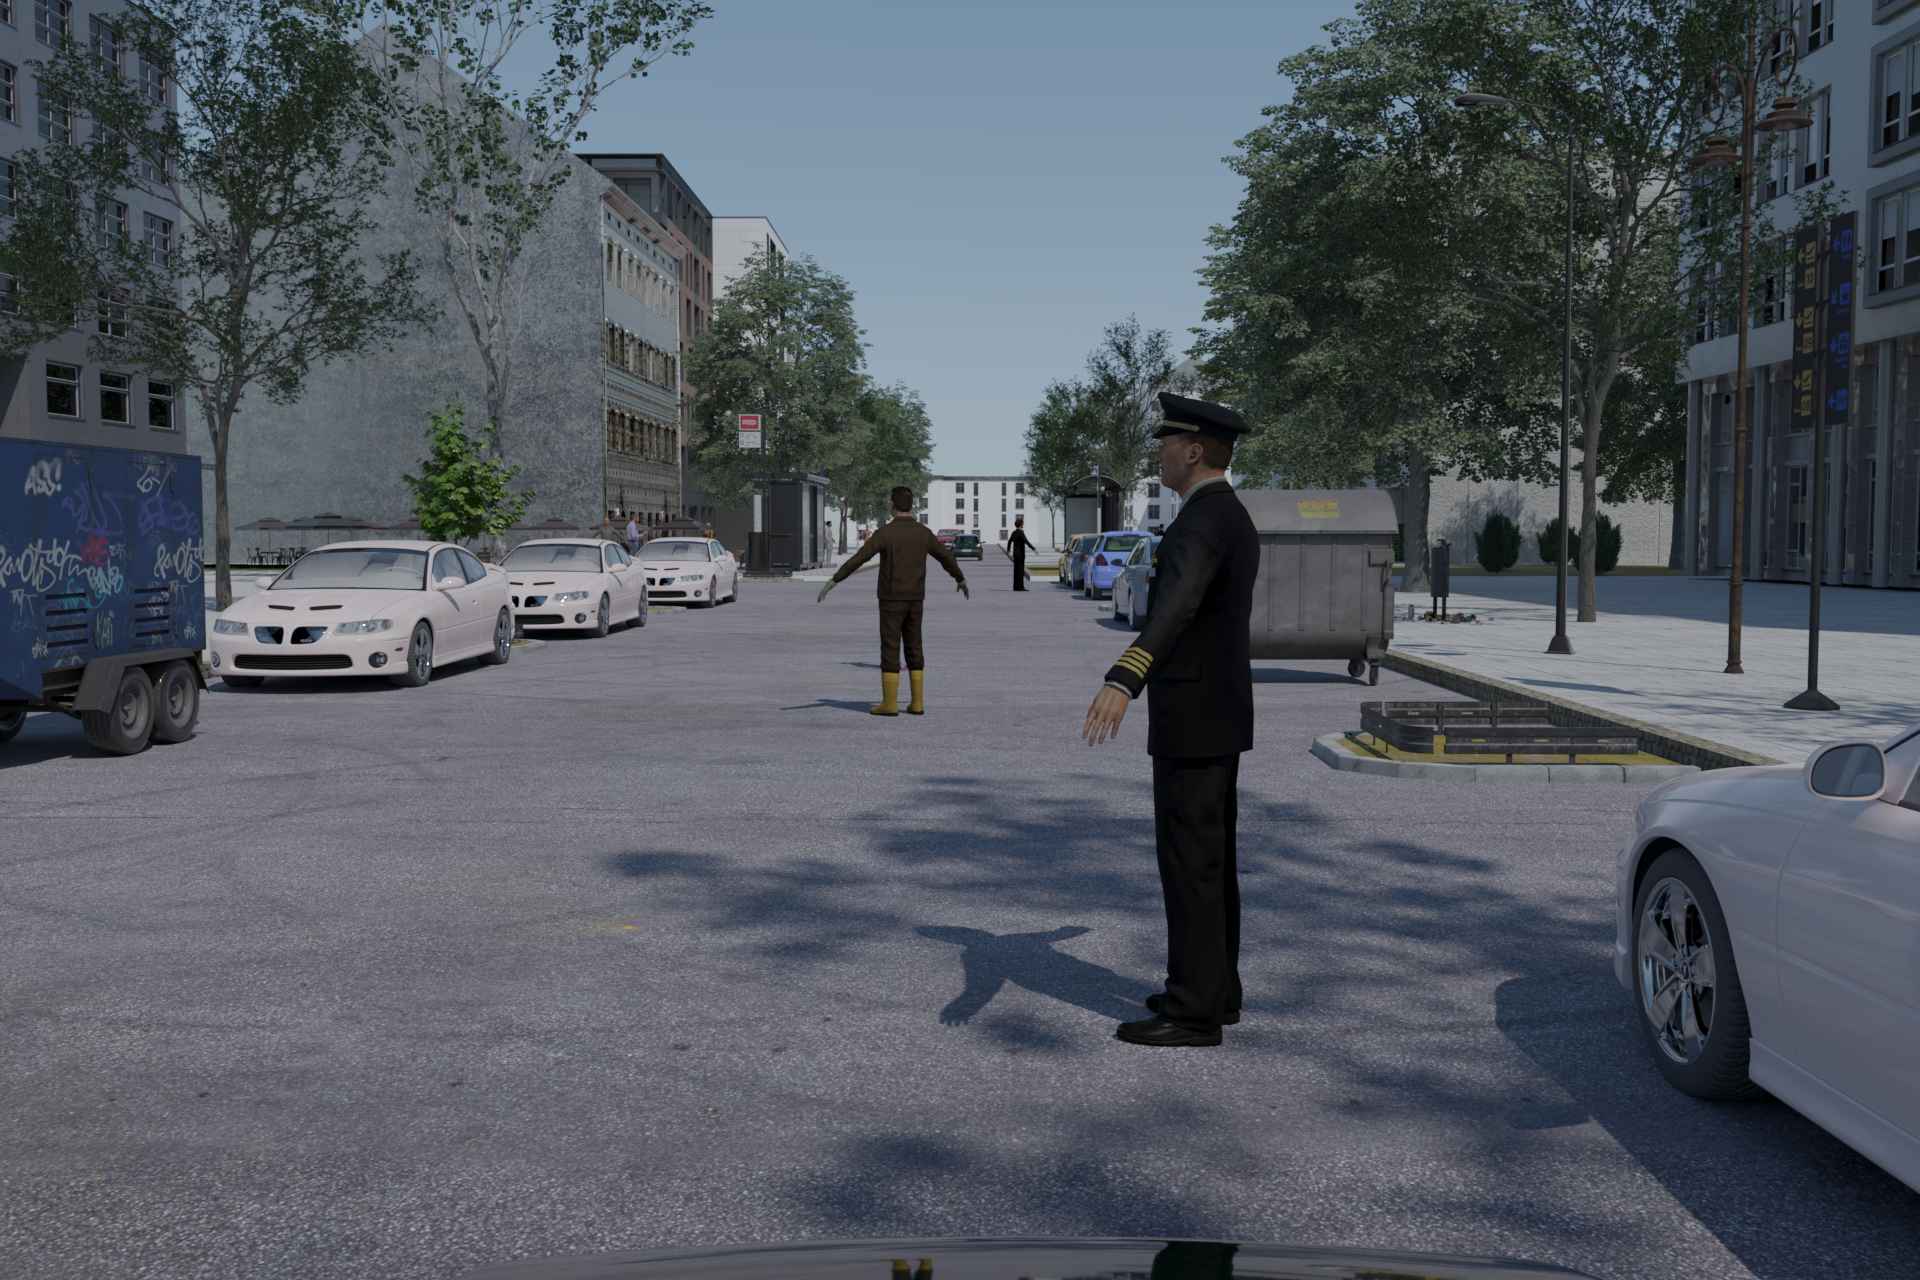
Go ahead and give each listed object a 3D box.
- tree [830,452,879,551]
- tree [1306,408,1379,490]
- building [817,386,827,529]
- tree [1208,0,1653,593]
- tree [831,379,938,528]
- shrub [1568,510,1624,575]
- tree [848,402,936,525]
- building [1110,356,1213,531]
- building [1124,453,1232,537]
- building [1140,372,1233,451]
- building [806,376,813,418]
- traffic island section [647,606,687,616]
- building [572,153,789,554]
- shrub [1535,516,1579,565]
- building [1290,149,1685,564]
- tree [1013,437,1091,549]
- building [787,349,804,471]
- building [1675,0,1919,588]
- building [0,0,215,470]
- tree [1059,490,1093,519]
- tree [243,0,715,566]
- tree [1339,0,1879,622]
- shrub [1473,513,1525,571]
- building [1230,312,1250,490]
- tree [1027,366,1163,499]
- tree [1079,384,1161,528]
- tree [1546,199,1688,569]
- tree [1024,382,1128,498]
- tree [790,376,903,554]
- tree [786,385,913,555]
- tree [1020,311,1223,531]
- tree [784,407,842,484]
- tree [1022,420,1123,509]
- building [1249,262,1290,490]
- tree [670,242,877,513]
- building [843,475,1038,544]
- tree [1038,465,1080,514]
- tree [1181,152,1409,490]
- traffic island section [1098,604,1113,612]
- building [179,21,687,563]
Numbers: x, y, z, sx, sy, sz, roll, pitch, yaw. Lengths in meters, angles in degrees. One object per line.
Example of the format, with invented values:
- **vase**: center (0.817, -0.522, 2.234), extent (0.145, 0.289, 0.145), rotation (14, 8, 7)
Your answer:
- **tree**: center (-7.177, -10.551, 122.875), extent (4.360, 8.622, 3.978), rotation (0, 3, 0)
- **tree**: center (13.713, -7.115, 66.696), extent (4.360, 8.622, 3.978), rotation (0, 3, 0)
- **building**: center (-22.510, -21.841, 213.520), extent (16.016, 20.090, 11.380), rotation (0, 3, 0)
- **tree**: center (10.119, -8.020, 37.779), extent (9.857, 13.997, 8.962), rotation (0, 3, 0)
- **tree**: center (-6.678, -14.478, 143.371), extent (9.857, 13.997, 8.962), rotation (0, 3, 0)
- **shrub**: center (19.789, -3.049, 53.896), extent (1.661, 2.075, 1.752), rotation (0, 3, 0)
- **tree**: center (-6.992, -15.334, 157.364), extent (9.857, 13.997, 8.962), rotation (0, 3, 0)
- **building**: center (28.785, -23.875, 221.281), extent (19.493, 23.208, 18.063), rotation (0, 4, 1)
- **building**: center (22.318, -14.444, 178.304), extent (9.099, 9.664, 28.070), rotation (0, 4, 1)
- **building**: center (26.490, -21.438, 206.937), extent (16.016, 20.090, 11.380), rotation (0, 4, 0)
- **building**: center (-22.149, -20.599, 193.212), extent (16.016, 20.090, 11.380), rotation (0, 3, 0)
- **traffic island section**: center (-6.030, -0.520, 31.367), extent (1.991, 0.108, 1.994), rotation (0, 4, 2)
- **building**: center (-26.394, -16.247, 109.619), extent (27.936, 21.610, 32.646), rotation (0, 4, 0)
- **shrub**: center (24.586, -4.113, 71.286), extent (1.661, 2.075, 1.752), rotation (0, 3, 0)
- **building**: center (27.921, -13.565, 88.248), extent (16.747, 18.905, 31.486), rotation (0, 4, 1)
- **tree**: center (8.416, -13.345, 152.600), extent (8.767, 10.594, 7.601), rotation (2, 4, 27)
- **building**: center (-21.768, -19.451, 174.437), extent (16.016, 20.090, 11.380), rotation (0, 4, 1)
- **building**: center (29.101, -13.508, 28.453), extent (19.016, 26.051, 41.698), rotation (0, 4, 1)
- **building**: center (-29.126, -13.699, 42.399), extent (11.959, 24.771, 22.079), rotation (0, 4, 1)
- **tree**: center (17.710, -19.245, 249.065), extent (7.601, 10.594, 8.767), rotation (0, 4, 5)
- **tree**: center (-12.886, -11.385, 42.033), extent (12.611, 20.169, 13.585), rotation (0, 3, 0)
- **tree**: center (8.835, -5.526, 24.760), extent (7.601, 10.594, 8.767), rotation (-2, 4, -34)
- **shrub**: center (18.794, -3.449, 60.426), extent (1.661, 2.075, 1.752), rotation (0, 3, 0)
- **building**: center (26.598, -17.130, 136.500), extent (16.016, 20.090, 11.380), rotation (0, 4, 1)
- **tree**: center (7.769, -9.914, 96.507), extent (8.767, 10.594, 7.601), rotation (-2, 4, -24)
- **tree**: center (7.217, -8.109, 82.937), extent (4.360, 8.622, 3.978), rotation (0, 3, 0)
- **tree**: center (26.360, -9.590, 63.447), extent (9.857, 13.997, 8.962), rotation (0, 3, 0)
- **tree**: center (8.187, -11.791, 118.538), extent (9.928, 11.665, 9.643), rotation (0, 3, 0)
- **tree**: center (-7.587, -11.439, 112.786), extent (9.928, 11.665, 9.643), rotation (0, 3, 0)
- **tree**: center (-7.208, -10.364, 103.869), extent (8.767, 10.594, 7.601), rotation (-1, 4, -9)
- **tree**: center (6.737, -8.505, 73.462), extent (8.767, 10.594, 7.601), rotation (0, 4, -3)
- **tree**: center (-8.095, -8.581, 90.661), extent (4.360, 8.622, 3.978), rotation (0, 3, 0)
- **tree**: center (8.414, -11.933, 129.522), extent (8.767, 10.594, 7.601), rotation (1, 4, 16)
- **building**: center (25.280, -16.108, 119.785), extent (16.016, 20.090, 11.380), rotation (0, 4, 1)
- **tree**: center (-8.154, -10.448, 77.482), extent (9.857, 13.997, 8.962), rotation (0, 3, 0)
- **building**: center (-2.726, -18.479, 246.731), extent (28.070, 9.664, 9.099), rotation (0, 4, -4)
- **tree**: center (8.826, -11.475, 137.978), extent (4.360, 8.622, 3.978), rotation (0, 3, 0)
- **tree**: center (10.259, -8.159, 51.526), extent (7.486, 12.596, 7.792), rotation (0, 3, 0)
- **traffic island section**: center (3.627, -0.596, 32.618), extent (1.991, 0.108, 1.994), rotation (0, 4, 1)
- **building**: center (-24.474, -15.470, 83.859), extent (19.493, 23.208, 18.063), rotation (0, 4, 1)
